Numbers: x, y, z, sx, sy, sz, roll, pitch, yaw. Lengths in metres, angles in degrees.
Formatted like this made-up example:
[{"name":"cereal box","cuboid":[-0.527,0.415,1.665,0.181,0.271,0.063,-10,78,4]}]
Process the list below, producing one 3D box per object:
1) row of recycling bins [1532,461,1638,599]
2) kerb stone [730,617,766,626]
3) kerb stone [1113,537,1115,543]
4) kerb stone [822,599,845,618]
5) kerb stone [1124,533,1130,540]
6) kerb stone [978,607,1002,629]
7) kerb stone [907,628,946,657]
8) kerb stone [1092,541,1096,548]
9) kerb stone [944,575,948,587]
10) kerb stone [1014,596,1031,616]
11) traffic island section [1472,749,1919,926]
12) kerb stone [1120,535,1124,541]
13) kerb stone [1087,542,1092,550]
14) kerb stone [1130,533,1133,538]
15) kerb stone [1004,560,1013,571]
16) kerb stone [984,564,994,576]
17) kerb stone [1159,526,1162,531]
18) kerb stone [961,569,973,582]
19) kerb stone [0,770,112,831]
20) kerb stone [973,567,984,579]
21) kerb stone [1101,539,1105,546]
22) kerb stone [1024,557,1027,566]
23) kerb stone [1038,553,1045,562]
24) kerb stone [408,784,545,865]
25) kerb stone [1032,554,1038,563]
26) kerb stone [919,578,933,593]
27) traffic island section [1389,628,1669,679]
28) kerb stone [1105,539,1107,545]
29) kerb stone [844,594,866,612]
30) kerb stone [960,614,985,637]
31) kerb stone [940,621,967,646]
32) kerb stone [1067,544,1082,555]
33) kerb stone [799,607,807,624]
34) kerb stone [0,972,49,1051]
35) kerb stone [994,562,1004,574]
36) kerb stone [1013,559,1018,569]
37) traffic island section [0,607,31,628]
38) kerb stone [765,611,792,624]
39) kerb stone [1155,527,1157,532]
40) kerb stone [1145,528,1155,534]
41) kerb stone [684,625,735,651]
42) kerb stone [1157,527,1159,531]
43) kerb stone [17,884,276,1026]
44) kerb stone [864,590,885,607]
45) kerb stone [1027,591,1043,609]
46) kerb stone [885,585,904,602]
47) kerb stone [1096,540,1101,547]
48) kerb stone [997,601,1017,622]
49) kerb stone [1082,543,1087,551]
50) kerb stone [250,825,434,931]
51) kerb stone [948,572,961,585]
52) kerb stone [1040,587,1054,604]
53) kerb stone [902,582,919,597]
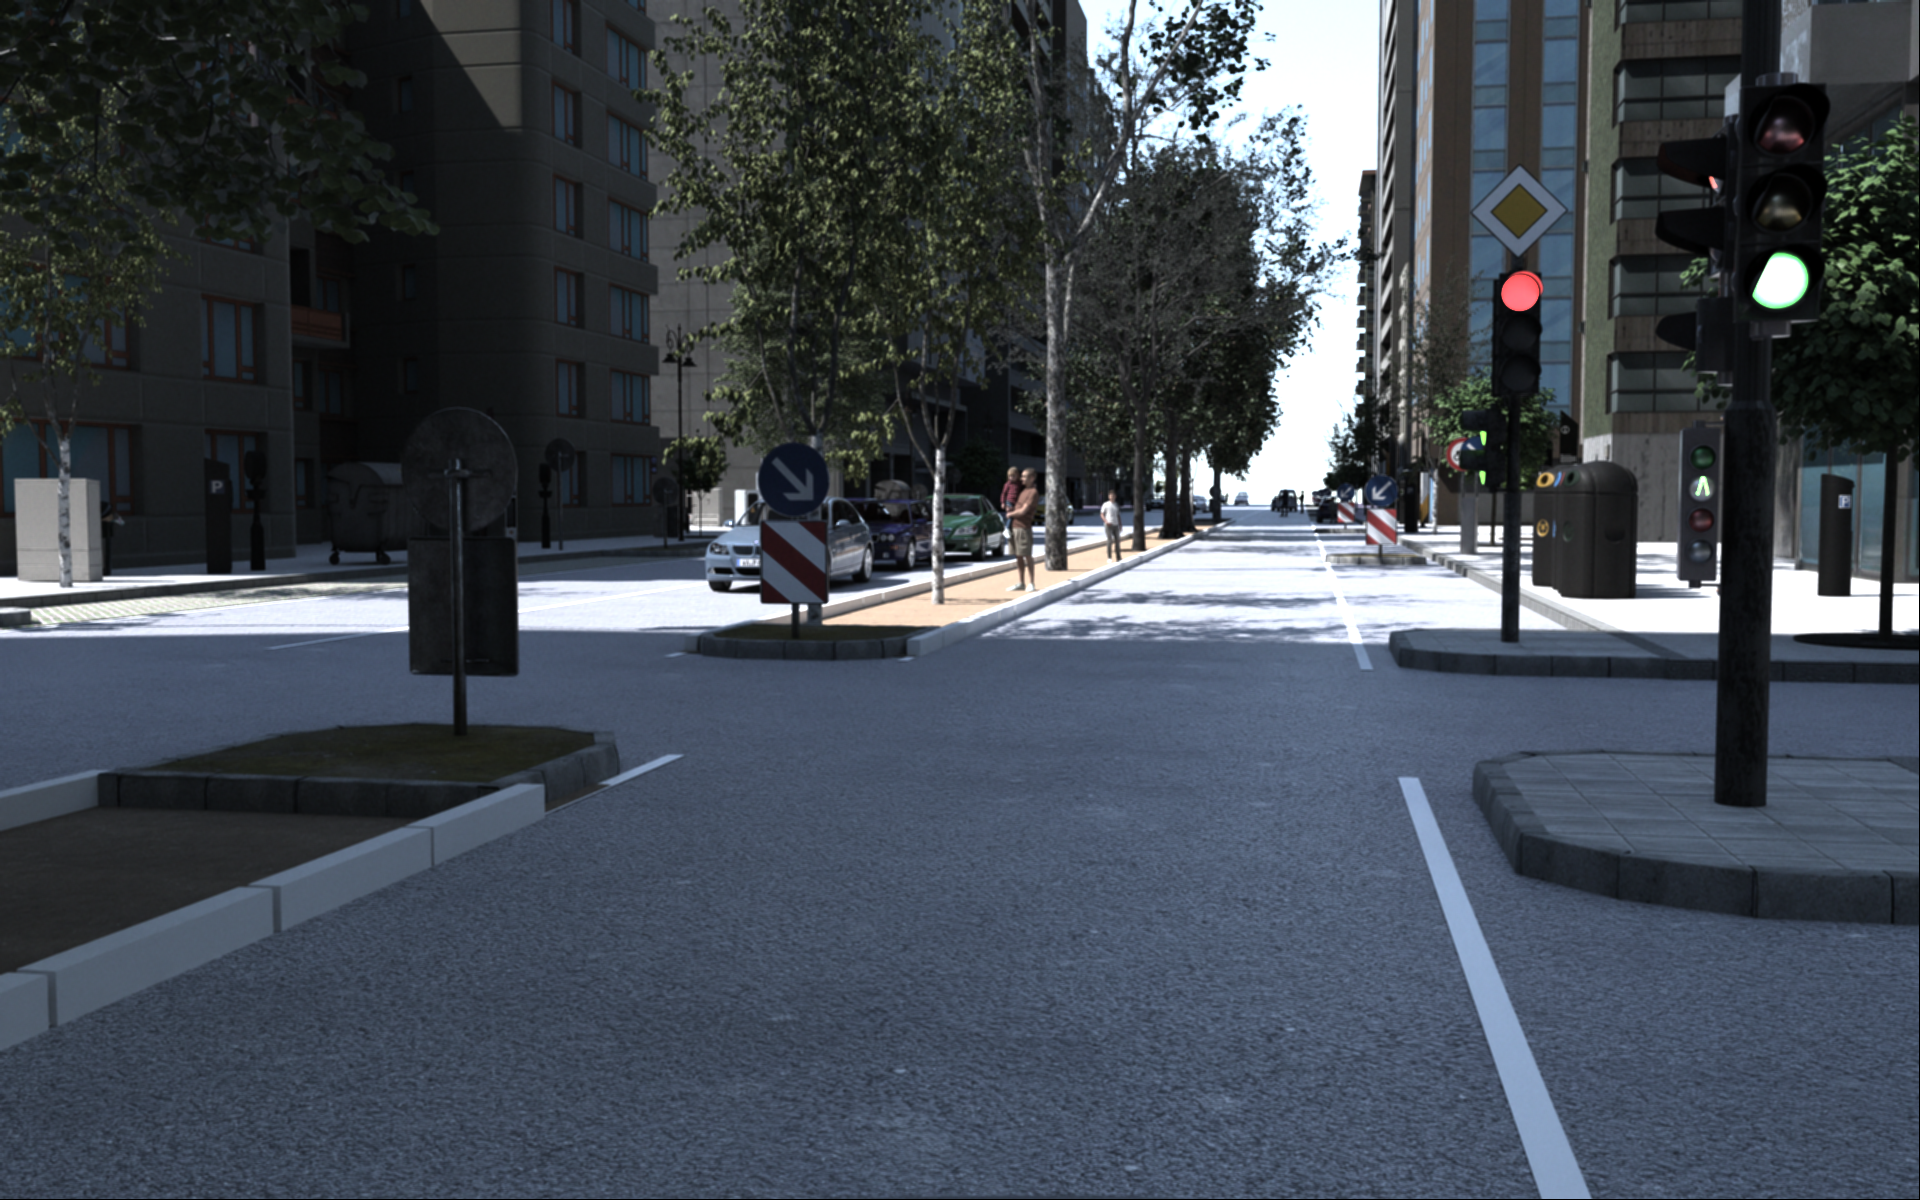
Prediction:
[{"name":"row of recycling bins","cuboid":[8.213,-0.956,22.751,1.069,1.692,3.534,1,4,11]},{"name":"kerb stone","cuboid":[-2.161,0.305,17.215,0.120,0.150,1.000,1,4,11]},{"name":"kerb stone","cuboid":[4.373,-1.723,50.369,0.120,0.150,1.000,1,4,11]},{"name":"kerb stone","cuboid":[-1.557,0.125,20.224,0.120,0.150,1.000,1,4,11]},{"name":"kerb stone","cuboid":[5.166,-1.969,54.395,0.120,0.150,1.000,1,4,11]},{"name":"kerb stone","cuboid":[0.278,0.212,18.733,0.120,0.150,1.000,1,4,11]},{"name":"kerb stone","cuboid":[-0.313,0.396,15.724,0.120,0.150,1.000,1,4,11]},{"name":"kerb stone","cuboid":[3.389,-1.414,45.353,0.120,0.150,1.000,1,4,11]},{"name":"kerb stone","cuboid":[-0.372,-0.248,26.250,0.120,0.150,1.000,1,4,11]},{"name":"kerb stone","cuboid":[0.687,0.089,20.745,0.120,0.150,1.000,1,4,11]},{"name":"traffic island section","cuboid":[3.255,0.922,7.207,2.009,0.180,2.903,1,4,11]},{"name":"kerb stone","cuboid":[4.770,-1.846,52.375,0.120,0.150,1.000,1,4,11]},{"name":"kerb stone","cuboid":[3.192,-1.355,44.350,0.120,0.150,1.000,1,4,11]},{"name":"kerb stone","cuboid":[5.368,-2.031,55.398,0.120,0.150,1.000,1,4,11]},{"name":"kerb stone","cuboid":[0.807,-0.616,32.281,0.120,0.150,1.000,1,4,11]},{"name":"kerb stone","cuboid":[0.412,-0.494,30.274,0.120,0.150,1.000,1,4,11]},{"name":"kerb stone","cuboid":[7.538,-2.707,66.451,0.120,0.150,1.000,1,4,11]},{"name":"kerb stone","cuboid":[0.015,-0.371,28.267,0.120,0.150,1.000,1,4,11]},{"name":"kerb stone","cuboid":[-4.063,0.895,7.565,0.120,0.150,1.000,1,4,11]},{"name":"kerb stone","cuboid":[0.220,-0.433,29.269,0.120,0.150,1.000,1,4,11]},{"name":"kerb stone","cuboid":[3.785,-1.535,47.360,0.120,0.150,1.000,1,4,11]},{"name":"kerb stone","cuboid":[1.211,-0.740,34.294,0.120,0.150,1.000,1,4,11]},{"name":"kerb stone","cuboid":[1.605,-0.861,36.311,0.120,0.150,1.000,1,4,11]},{"name":"kerb stone","cuboid":[-1.991,0.919,7.176,0.120,0.150,1.000,1,4,11]},{"name":"kerb stone","cuboid":[1.403,-0.799,35.301,0.120,0.150,1.000,1,4,11]},{"name":"kerb stone","cuboid":[-0.578,-0.186,25.249,0.120,0.150,1.000,1,4,11]},{"name":"traffic island section","cuboid":[4.797,0.443,15.042,2.009,0.180,2.903,1,4,11]},{"name":"kerb stone","cuboid":[3.977,-1.601,48.364,0.120,0.150,1.000,1,4,11]},{"name":"kerb stone","cuboid":[-1.371,0.065,21.229,0.120,0.150,1.000,1,4,11]},{"name":"kerb stone","cuboid":[0.084,0.276,17.730,0.120,0.150,1.000,1,4,11]},{"name":"kerb stone","cuboid":[-0.114,0.334,16.727,0.120,0.150,1.000,1,4,11]},{"name":"kerb stone","cuboid":[2.793,-1.232,42.344,0.120,0.150,1.000,1,4,11]},{"name":"kerb stone","cuboid":[-1.763,0.182,19.222,0.120,0.150,1.000,1,4,11]},{"name":"kerb stone","cuboid":[-2.590,1.104,4.146,0.120,0.150,1.000,1,4,11]},{"name":"kerb stone","cuboid":[0.613,-0.555,31.276,0.120,0.150,1.000,1,4,11]},{"name":"kerb stone","cuboid":[1.009,-0.678,33.292,0.120,0.150,1.000,1,4,11]},{"name":"traffic island section","cuboid":[-11.285,0.249,18.202,2.009,0.180,2.903,1,4,11]},{"name":"kerb stone","cuboid":[-1.961,0.245,18.217,0.120,0.150,1.000,1,4,11]},{"name":"kerb stone","cuboid":[7.147,-2.584,64.444,0.120,0.150,1.000,1,4,11]},{"name":"kerb stone","cuboid":[6.949,-2.523,63.442,0.120,0.150,1.000,1,4,11]},{"name":"kerb stone","cuboid":[-2.351,0.368,16.211,0.120,0.150,1.000,1,4,11]},{"name":"kerb stone","cuboid":[7.341,-2.645,65.448,0.120,0.150,1.000,1,4,11]},{"name":"kerb stone","cuboid":[-2.391,1.042,5.158,0.120,0.150,1.000,1,4,11]},{"name":"kerb stone","cuboid":[-1.172,-0.002,22.231,0.120,0.150,1.000,1,4,11]},{"name":"kerb stone","cuboid":[0.873,0.027,21.750,0.120,0.150,1.000,1,4,11]},{"name":"kerb stone","cuboid":[-0.961,-0.064,23.235,0.120,0.150,1.000,1,4,11]},{"name":"kerb stone","cuboid":[3.582,-1.478,46.358,0.120,0.150,1.000,1,4,11]},{"name":"kerb stone","cuboid":[0.482,0.150,19.743,0.120,0.150,1.000,1,4,11]},{"name":"kerb stone","cuboid":[2.992,-1.294,43.348,0.120,0.150,1.000,1,4,11]},{"name":"kerb stone","cuboid":[-2.186,0.981,6.172,0.120,0.150,1.000,1,4,11]},{"name":"kerb stone","cuboid":[-0.183,-0.308,27.265,0.120,0.150,1.000,1,4,11]},{"name":"kerb stone","cuboid":[1.073,-0.034,22.752,0.120,0.150,1.000,1,4,11]},{"name":"kerb stone","cuboid":[-0.771,-0.125,24.246,0.120,0.150,1.000,1,4,11]}]
